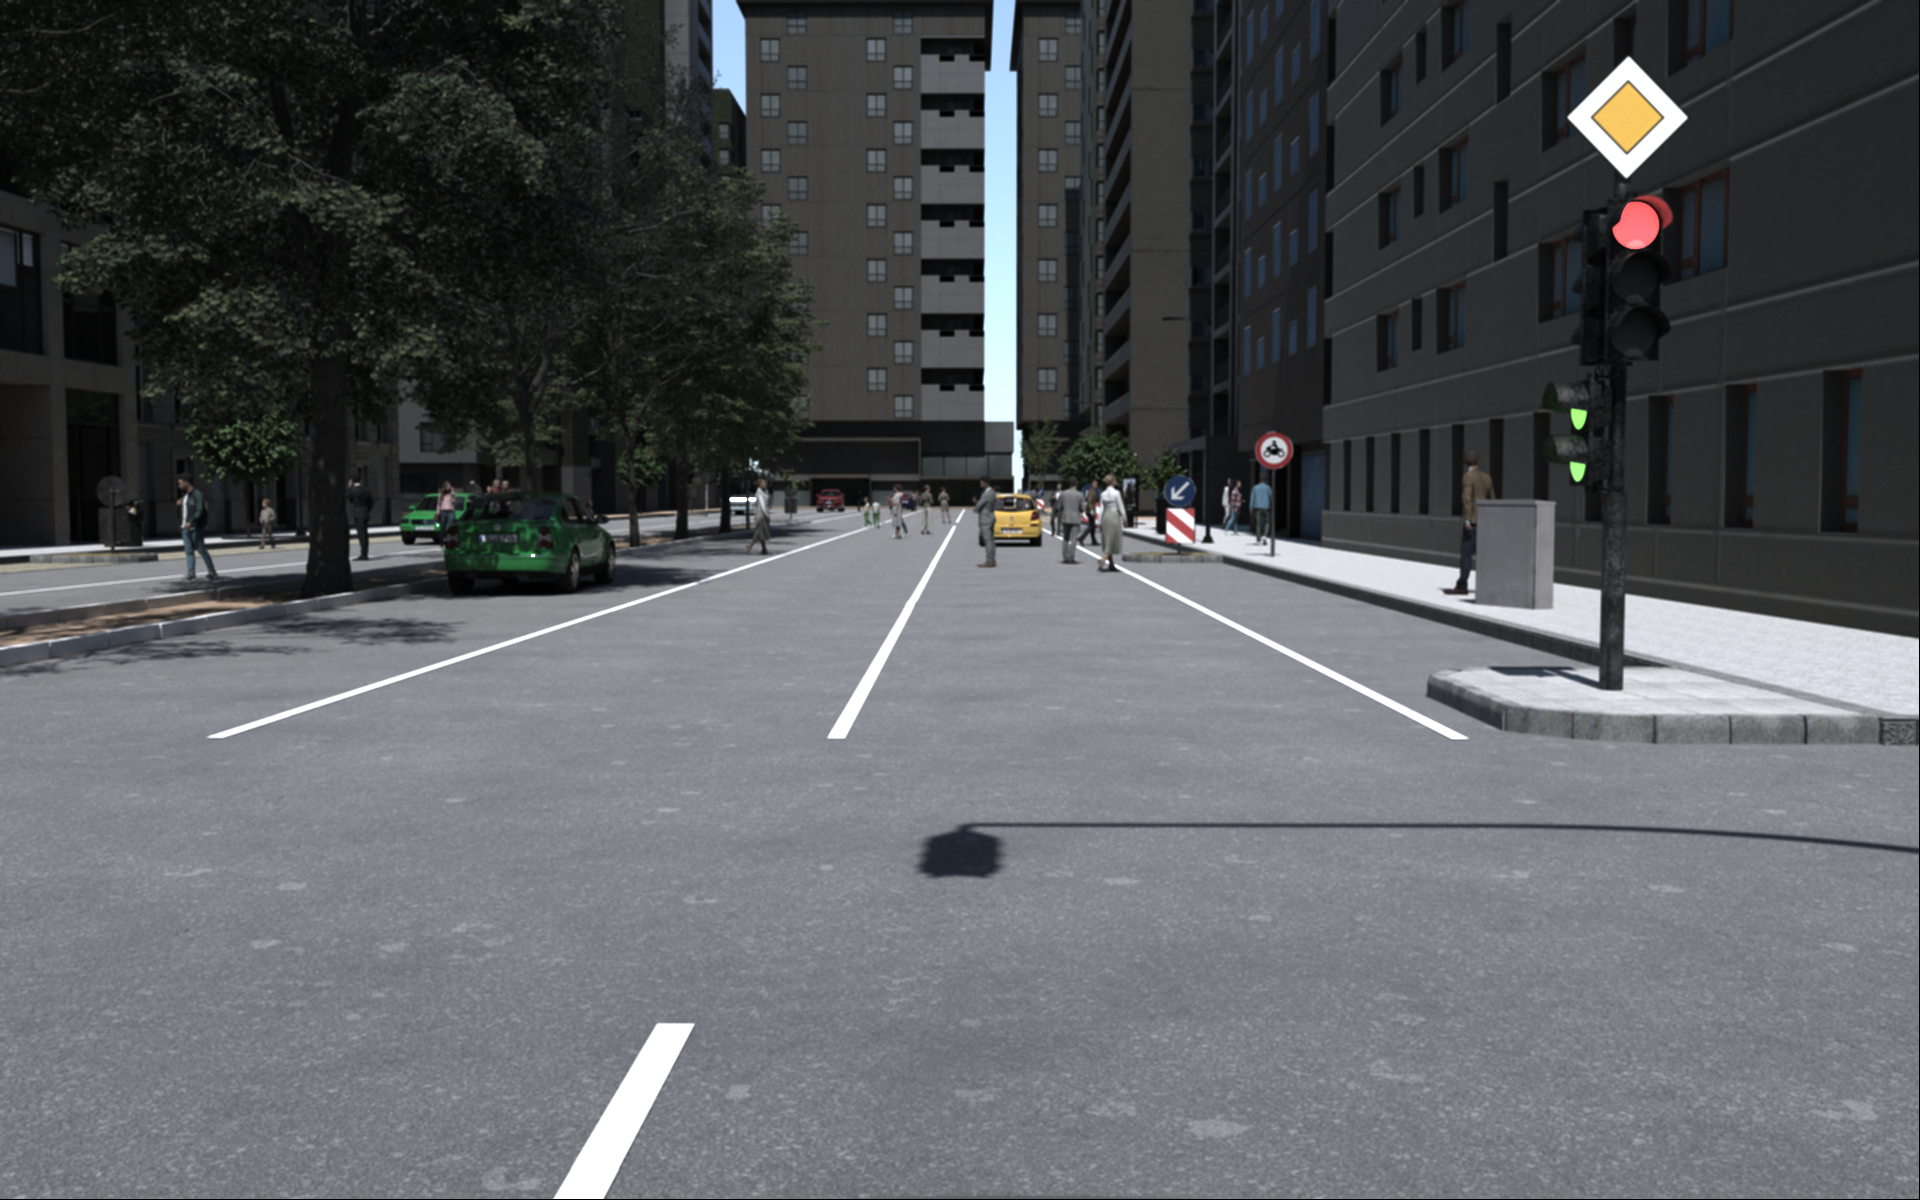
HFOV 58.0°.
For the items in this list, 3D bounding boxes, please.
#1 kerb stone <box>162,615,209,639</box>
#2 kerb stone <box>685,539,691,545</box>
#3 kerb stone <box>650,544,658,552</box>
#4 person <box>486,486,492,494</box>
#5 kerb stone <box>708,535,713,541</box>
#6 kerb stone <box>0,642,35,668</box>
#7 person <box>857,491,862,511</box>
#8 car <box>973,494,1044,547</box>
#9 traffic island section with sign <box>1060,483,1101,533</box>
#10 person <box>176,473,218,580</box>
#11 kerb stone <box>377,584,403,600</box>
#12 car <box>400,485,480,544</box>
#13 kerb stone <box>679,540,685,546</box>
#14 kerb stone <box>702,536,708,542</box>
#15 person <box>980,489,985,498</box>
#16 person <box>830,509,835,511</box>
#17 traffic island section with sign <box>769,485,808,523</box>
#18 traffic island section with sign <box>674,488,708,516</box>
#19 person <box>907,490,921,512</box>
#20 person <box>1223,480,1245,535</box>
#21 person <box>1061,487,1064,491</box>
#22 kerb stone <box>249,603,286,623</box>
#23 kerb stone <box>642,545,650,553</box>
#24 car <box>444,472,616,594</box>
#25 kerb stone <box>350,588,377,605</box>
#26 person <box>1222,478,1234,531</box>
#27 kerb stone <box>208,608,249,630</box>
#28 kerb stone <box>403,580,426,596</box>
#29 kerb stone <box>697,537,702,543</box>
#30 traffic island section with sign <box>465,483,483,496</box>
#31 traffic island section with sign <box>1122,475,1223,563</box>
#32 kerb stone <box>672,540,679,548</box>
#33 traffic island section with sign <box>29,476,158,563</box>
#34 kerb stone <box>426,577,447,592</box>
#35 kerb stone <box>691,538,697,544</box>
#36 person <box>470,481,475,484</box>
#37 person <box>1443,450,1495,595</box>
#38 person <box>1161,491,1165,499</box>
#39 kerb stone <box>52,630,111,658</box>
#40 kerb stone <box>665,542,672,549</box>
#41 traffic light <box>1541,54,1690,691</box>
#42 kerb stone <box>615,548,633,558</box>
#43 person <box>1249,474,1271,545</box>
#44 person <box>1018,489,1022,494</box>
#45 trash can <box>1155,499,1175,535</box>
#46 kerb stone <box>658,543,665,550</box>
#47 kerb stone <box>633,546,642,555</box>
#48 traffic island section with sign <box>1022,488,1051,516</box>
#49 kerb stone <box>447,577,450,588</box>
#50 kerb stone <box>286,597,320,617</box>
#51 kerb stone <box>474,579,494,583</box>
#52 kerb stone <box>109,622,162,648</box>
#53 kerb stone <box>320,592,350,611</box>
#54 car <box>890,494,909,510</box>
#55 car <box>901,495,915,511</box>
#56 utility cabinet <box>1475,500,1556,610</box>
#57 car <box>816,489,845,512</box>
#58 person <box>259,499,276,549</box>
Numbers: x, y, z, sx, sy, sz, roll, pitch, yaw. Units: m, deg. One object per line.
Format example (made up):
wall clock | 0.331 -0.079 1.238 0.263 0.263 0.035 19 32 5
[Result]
kerb stone | -7.951 0.284 17.627 0.120 0.150 1.000 0 4 0
kerb stone | -7.731 -1.599 48.386 0.120 0.150 1.000 0 4 0
kerb stone | -7.765 -1.284 43.260 0.120 0.150 1.000 0 4 0
person | -18.669 -3.605 68.109 0.731 1.740 0.598 -3 5 -41
kerb stone | -7.696 -1.853 52.486 0.120 0.150 1.000 0 4 0
kerb stone | -7.977 0.470 14.554 0.120 0.150 1.000 0 4 0
person | -8.278 -8.207 143.500 0.721 1.723 1.217 -1 4 -16
car | 1.387 -2.355 48.723 2.015 1.641 3.980 0 4 0
traffic island section with sign | 4.692 -3.395 64.141 1.989 1.847 2.006 0 4 0
person | -12.745 -1.218 28.762 0.623 1.781 0.721 2 4 25
kerb stone | -7.909 -0.097 23.774 0.120 0.150 1.000 0 4 0
car | -14.954 -2.563 50.702 1.959 1.807 4.718 0 4 0
kerb stone | -7.733 -1.537 47.364 0.120 0.150 1.000 0 4 0
kerb stone | -7.701 -1.790 51.464 0.120 0.150 1.000 0 4 0
person | 1.544 -6.560 115.386 0.705 1.869 1.348 1 4 14
person | -10.897 -8.486 147.263 1.348 1.823 0.705 -3 4 -37
traffic island section with sign | -8.495 -4.779 86.267 2.006 1.907 1.989 0 4 0
traffic island section with sign | -17.570 -6.402 113.300 1.989 1.847 2.006 0 4 0
person | -3.643 -7.898 138.336 1.217 1.736 0.721 0 4 -4
person | 8.540 -2.875 53.884 0.643 1.720 0.563 1 4 18
person | 7.336 -7.316 125.664 0.705 1.822 1.348 2 4 30
kerb stone | -7.942 0.155 19.679 0.120 0.150 1.000 0 4 0
kerb stone | -7.768 -1.221 42.229 0.120 0.150 1.000 0 4 0
car | -6.443 -1.072 26.323 1.959 1.807 4.718 0 4 0
kerb stone | -7.929 -0.028 22.747 0.120 0.150 1.000 0 4 0
person | 9.499 -3.367 60.970 0.514 1.842 0.818 -1 4 -13
kerb stone | -7.950 0.217 18.651 0.120 0.150 1.000 0 4 0
kerb stone | -7.906 -0.156 24.802 0.120 0.150 1.000 0 4 0
kerb stone | -7.711 -1.727 50.435 0.120 0.150 1.000 0 4 0
traffic island section with sign | -17.926 -3.354 63.473 1.989 1.847 2.006 0 4 0
traffic island section with sign | 4.489 -1.730 36.914 1.989 1.847 2.006 0 4 0
kerb stone | -7.743 -1.476 46.341 0.120 0.150 1.000 0 4 0
traffic island section with sign | -18.134 -1.706 36.518 1.989 1.847 2.006 0 4 0
kerb stone | -7.901 -0.219 25.832 0.120 0.150 1.000 0 4 0
kerb stone | -7.724 -1.662 49.413 0.120 0.150 1.000 0 4 0
person | -20.569 -4.120 73.290 0.818 1.842 0.514 -2 4 -29
person | 6.612 -0.986 22.076 0.836 1.842 0.656 1 4 17
person | 9.446 -4.455 78.682 0.655 1.846 0.447 1 4 21
kerb stone | -7.972 0.411 15.579 0.120 0.150 1.000 0 4 0
kerb stone | -7.758 -1.414 45.318 0.120 0.150 1.000 0 4 0
traffic light | 4.255 -1.366 11.258 0.839 4.253 0.868 0 4 0
kerb stone | -7.797 -1.099 40.185 0.120 0.150 1.000 0 4 0
person | 7.563 -2.263 43.386 0.601 1.785 0.444 1 4 15
person | 3.164 -5.231 94.765 0.721 1.736 1.217 0 4 -6
trash can | 6.542 -2.655 55.055 0.748 1.137 0.748 0 3 0
kerb stone | -7.757 -1.351 44.292 0.120 0.150 1.000 0 4 0
kerb stone | -7.784 -1.161 41.207 0.120 0.150 1.000 0 4 0
traffic island section with sign | 5.057 -6.400 113.271 1.989 1.847 2.006 0 4 0
kerb stone | -7.889 -0.285 26.859 0.120 0.150 1.000 0 4 0
kerb stone | -7.932 0.095 20.702 0.120 0.150 1.000 0 4 0
kerb stone | -7.876 -0.405 28.916 0.120 0.150 1.000 0 4 0
kerb stone | -7.966 0.342 16.601 0.120 0.150 1.000 0 4 0
kerb stone | -7.919 0.031 21.724 0.120 0.150 1.000 0 4 0
car | -5.572 -9.317 161.377 2.155 1.783 4.494 0 4 1
car | -4.788 -8.331 148.797 1.945 1.354 3.894 0 4 0
utility cabinet | 6.315 -0.523 19.719 0.306 1.237 1.020 -1 4 -22
car | -10.417 -8.008 139.596 2.281 1.827 5.304 0 4 -1
person | -17.950 -1.966 44.909 0.475 1.303 0.640 0 4 4
